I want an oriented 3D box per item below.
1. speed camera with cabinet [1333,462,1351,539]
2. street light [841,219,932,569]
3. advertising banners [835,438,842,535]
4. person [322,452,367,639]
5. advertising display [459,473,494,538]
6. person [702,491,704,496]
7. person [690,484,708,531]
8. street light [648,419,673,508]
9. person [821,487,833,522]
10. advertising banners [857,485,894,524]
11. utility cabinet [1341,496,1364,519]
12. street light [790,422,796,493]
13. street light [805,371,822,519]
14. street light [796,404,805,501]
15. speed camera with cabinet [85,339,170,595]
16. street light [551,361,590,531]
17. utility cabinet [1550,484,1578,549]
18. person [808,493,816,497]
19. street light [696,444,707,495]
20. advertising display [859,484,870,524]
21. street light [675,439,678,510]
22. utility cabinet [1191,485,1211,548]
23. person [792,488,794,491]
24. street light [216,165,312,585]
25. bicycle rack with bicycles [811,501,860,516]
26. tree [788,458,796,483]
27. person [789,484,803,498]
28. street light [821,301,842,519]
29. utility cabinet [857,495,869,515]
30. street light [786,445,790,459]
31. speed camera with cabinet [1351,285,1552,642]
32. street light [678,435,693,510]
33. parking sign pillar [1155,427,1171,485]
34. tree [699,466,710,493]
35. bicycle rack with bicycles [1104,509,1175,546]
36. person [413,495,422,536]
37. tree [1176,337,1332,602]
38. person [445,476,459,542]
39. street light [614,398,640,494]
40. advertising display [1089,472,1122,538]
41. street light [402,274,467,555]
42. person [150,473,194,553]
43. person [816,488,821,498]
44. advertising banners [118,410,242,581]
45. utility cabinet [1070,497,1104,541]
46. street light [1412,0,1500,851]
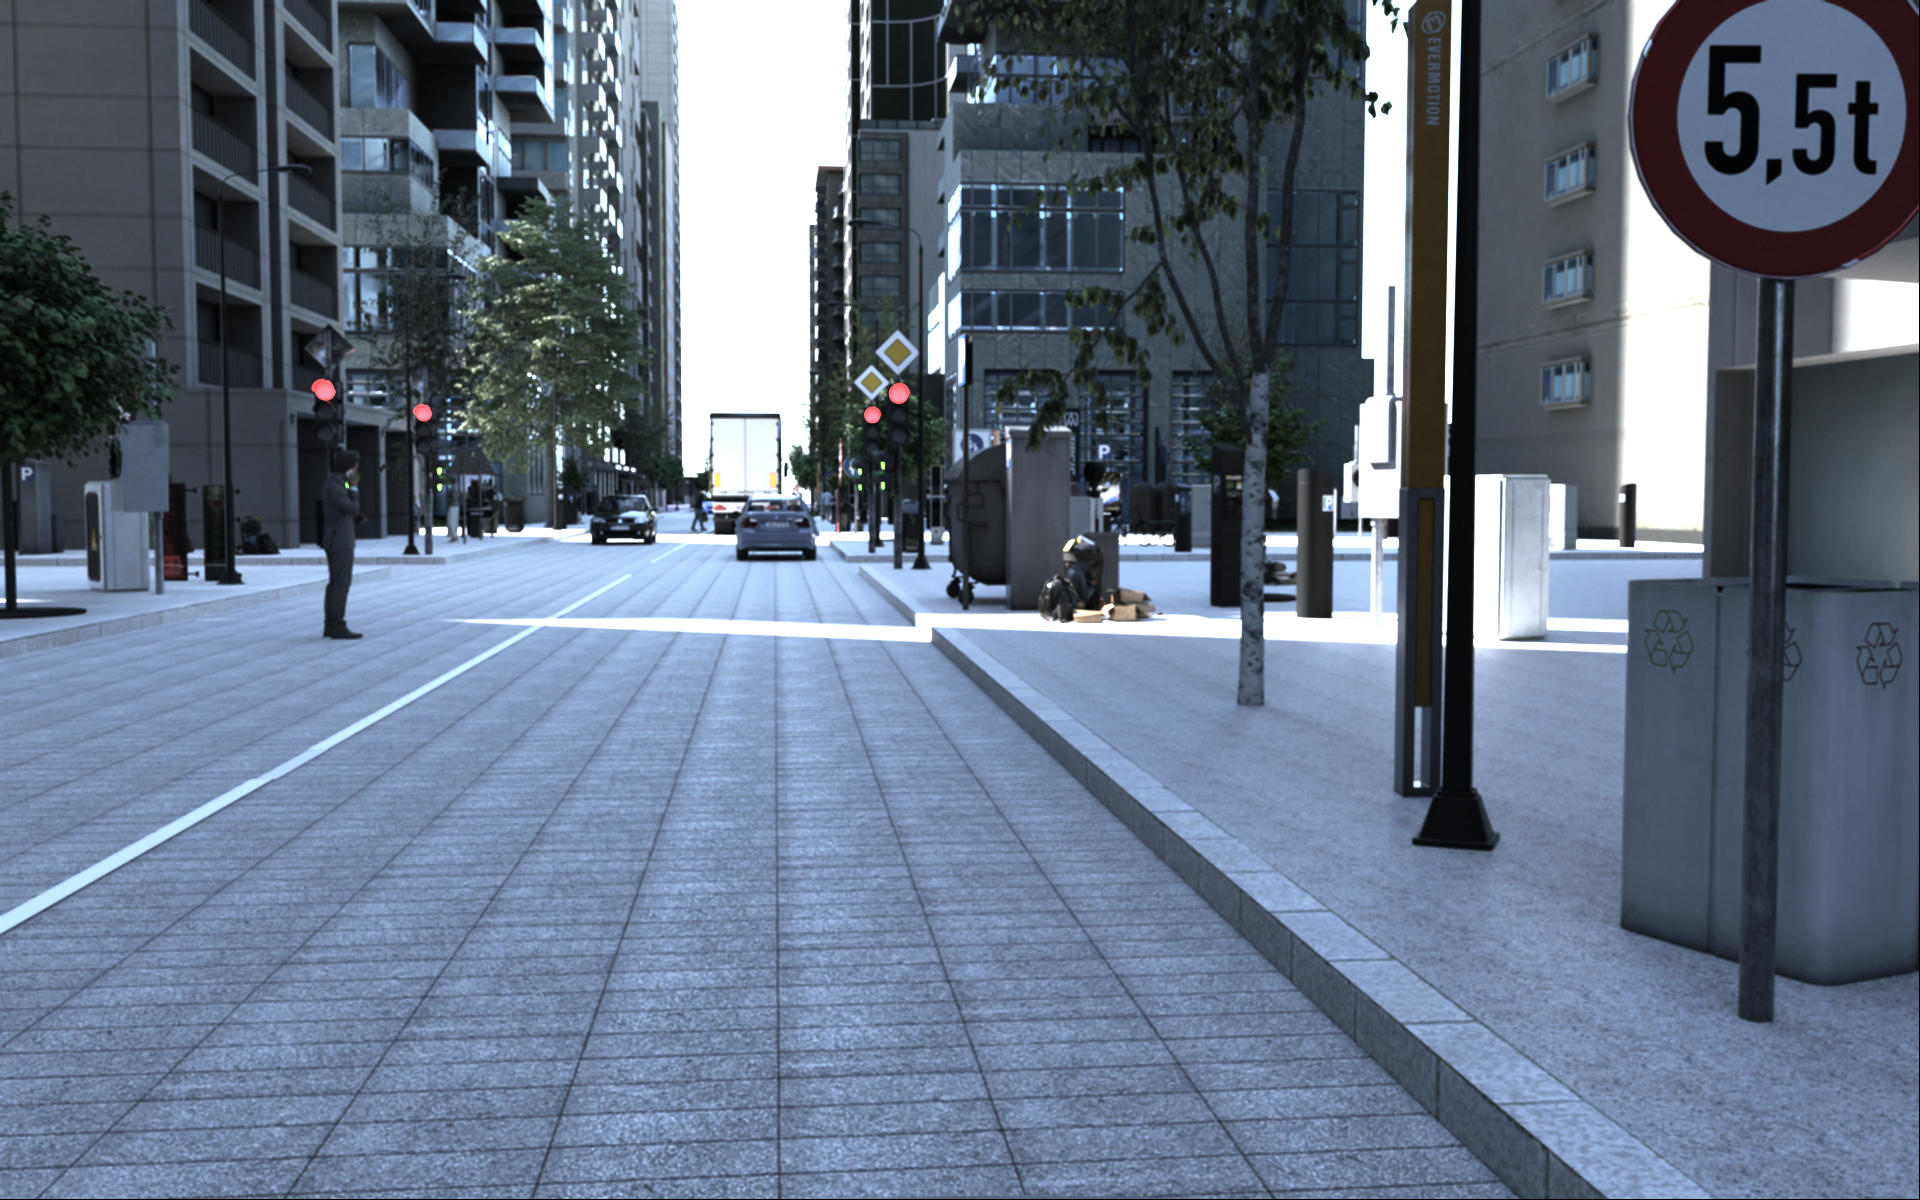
[{"bbox_3d":[10.761,-3.383,49.645,2.038,3.252,0.660,0,4,-6],"label":"speed camera with cabinet"},{"bbox_3d":[-1.201,-3.480,29.443,1.470,5.913,1.316,0,4,-6],"label":"street light"},{"bbox_3d":[-3.838,-3.578,54.693,0.090,3.025,2.074,-1,4,-9],"label":"advertising banners"},{"bbox_3d":[-6.126,-0.548,17.266,0.447,1.846,0.655,-2,4,-33],"label":"person"},{"bbox_3d":[-14.223,-2.798,50.957,0.974,1.923,0.123,-1,4,-9],"label":"advertising display"},{"bbox_3d":[-33.886,-13.614,228.648,0.705,1.823,1.348,-1,4,-19],"label":"person"},{"bbox_3d":[-9.995,-3.542,66.390,0.713,1.824,0.794,0,4,2],"label":"person"},{"bbox_3d":[-18.791,-8.258,107.561,1.470,5.913,1.316,0,4,-6],"label":"street light"},{"bbox_3d":[-6.162,-4.432,80.324,0.589,1.601,0.330,0,4,2],"label":"person"},{"bbox_3d":[-3.545,-4.717,73.308,2.074,3.025,0.090,1,4,8],"label":"advertising banners"},{"bbox_3d":[14.365,-3.197,63.434,0.306,1.237,1.020,-2,4,-25],"label":"utility cabinet"},{"bbox_3d":[-10.572,-8.840,117.070,1.470,5.913,1.316,0,4,-6],"label":"street light"},{"bbox_3d":[-5.030,-5.701,65.752,1.470,5.913,1.316,0,4,-6],"label":"street light"},{"bbox_3d":[-7.548,-7.124,89.026,1.470,5.913,1.316,0,4,-6],"label":"street light"},{"bbox_3d":[-10.895,-1.728,22.590,0.660,3.252,2.038,-3,4,-39],"label":"speed camera with cabinet"},{"bbox_3d":[-13.628,-5.392,60.701,1.470,5.913,1.316,0,4,-6],"label":"street light"},{"bbox_3d":[14.066,-1.944,40.462,0.318,1.500,1.173,0,4,-2],"label":"utility cabinet"},{"bbox_3d":[-15.612,-10.793,183.213,0.721,1.736,1.217,3,5,43],"label":"person"},{"bbox_3d":[-24.210,-11.415,159.168,1.470,5.913,1.316,0,4,-6],"label":"street light"},{"bbox_3d":[-4.134,-4.213,74.096,0.123,1.923,0.974,1,4,15],"label":"advertising display"},{"bbox_3d":[-19.323,-8.567,112.605,1.470,5.913,1.316,0,4,-6],"label":"street light"},{"bbox_3d":[5.885,-1.972,40.916,1.173,1.500,0.318,2,4,33],"label":"utility cabinet"},{"bbox_3d":[-7.706,-4.401,80.709,0.600,1.795,0.529,0,4,-8],"label":"person"},{"bbox_3d":[-9.843,-3.179,24.522,1.470,5.913,1.316,0,4,-6],"label":"street light"},{"bbox_3d":[-7.487,-5.374,101.239,2.925,0.926,2.852,3,4,36],"label":"bicycle rack with bicycles"},{"bbox_3d":[-10.372,-8.393,120.932,4.285,4.588,4.351,0,3,0],"label":"tree"},{"bbox_3d":[-5.315,-2.937,56.914,0.834,1.777,0.661,3,5,40],"label":"person"},{"bbox_3d":[-2.542,-4.248,41.989,1.470,5.913,1.316,0,4,-6],"label":"street light"},{"bbox_3d":[-5.791,-5.800,105.992,1.020,1.237,0.306,1,4,11],"label":"utility cabinet"},{"bbox_3d":[-13.152,-10.291,140.802,1.470,5.913,1.316,0,4,-6],"label":"street light"},{"bbox_3d":[4.529,-1.322,15.950,0.660,3.252,2.038,-2,4,-24],"label":"speed camera with cabinet"},{"bbox_3d":[-21.680,-9.991,135.895,1.470,5.913,1.316,0,4,-6],"label":"street light"},{"bbox_3d":[8.259,-5.025,70.632,1.447,3.967,1.447,1,4,16],"label":"parking sign pillar"},{"bbox_3d":[-30.145,-13.545,205.172,4.285,4.588,4.351,0,3,0],"label":"tree"},{"bbox_3d":[5.393,-1.819,43.117,2.852,0.926,2.925,-3,5,-39],"label":"bicycle rack with bicycles"},{"bbox_3d":[-16.547,-2.564,52.656,0.352,1.250,0.332,-1,4,-16],"label":"person"},{"bbox_3d":[3.560,-1.621,21.111,1.663,3.219,1.824,0,3,0],"label":"tree"},{"bbox_3d":[-13.540,-2.419,46.144,0.362,1.759,0.519,0,4,-2],"label":"person"},{"bbox_3d":[-16.172,-6.815,83.972,1.470,5.913,1.316,0,4,-6],"label":"street light"},{"bbox_3d":[4.227,-2.765,50.428,0.974,1.923,0.123,1,4,22],"label":"advertising display"},{"bbox_3d":[-11.100,-3.918,36.606,1.470,5.913,1.316,0,4,-6],"label":"street light"},{"bbox_3d":[-14.072,-1.359,30.821,0.767,1.812,0.694,3,4,39],"label":"person"},{"bbox_3d":[-12.337,-8.955,152.420,0.705,1.831,1.348,-2,4,-29],"label":"person"},{"bbox_3d":[-11.646,-1.796,25.560,2.074,3.025,0.090,0,4,6],"label":"advertising banners"},{"bbox_3d":[2.843,-1.777,40.217,1.020,1.237,0.306,3,5,39],"label":"utility cabinet"},{"bbox_3d":[1.295,-2.057,6.167,1.470,5.913,1.316,0,4,-6],"label":"street light"}]
